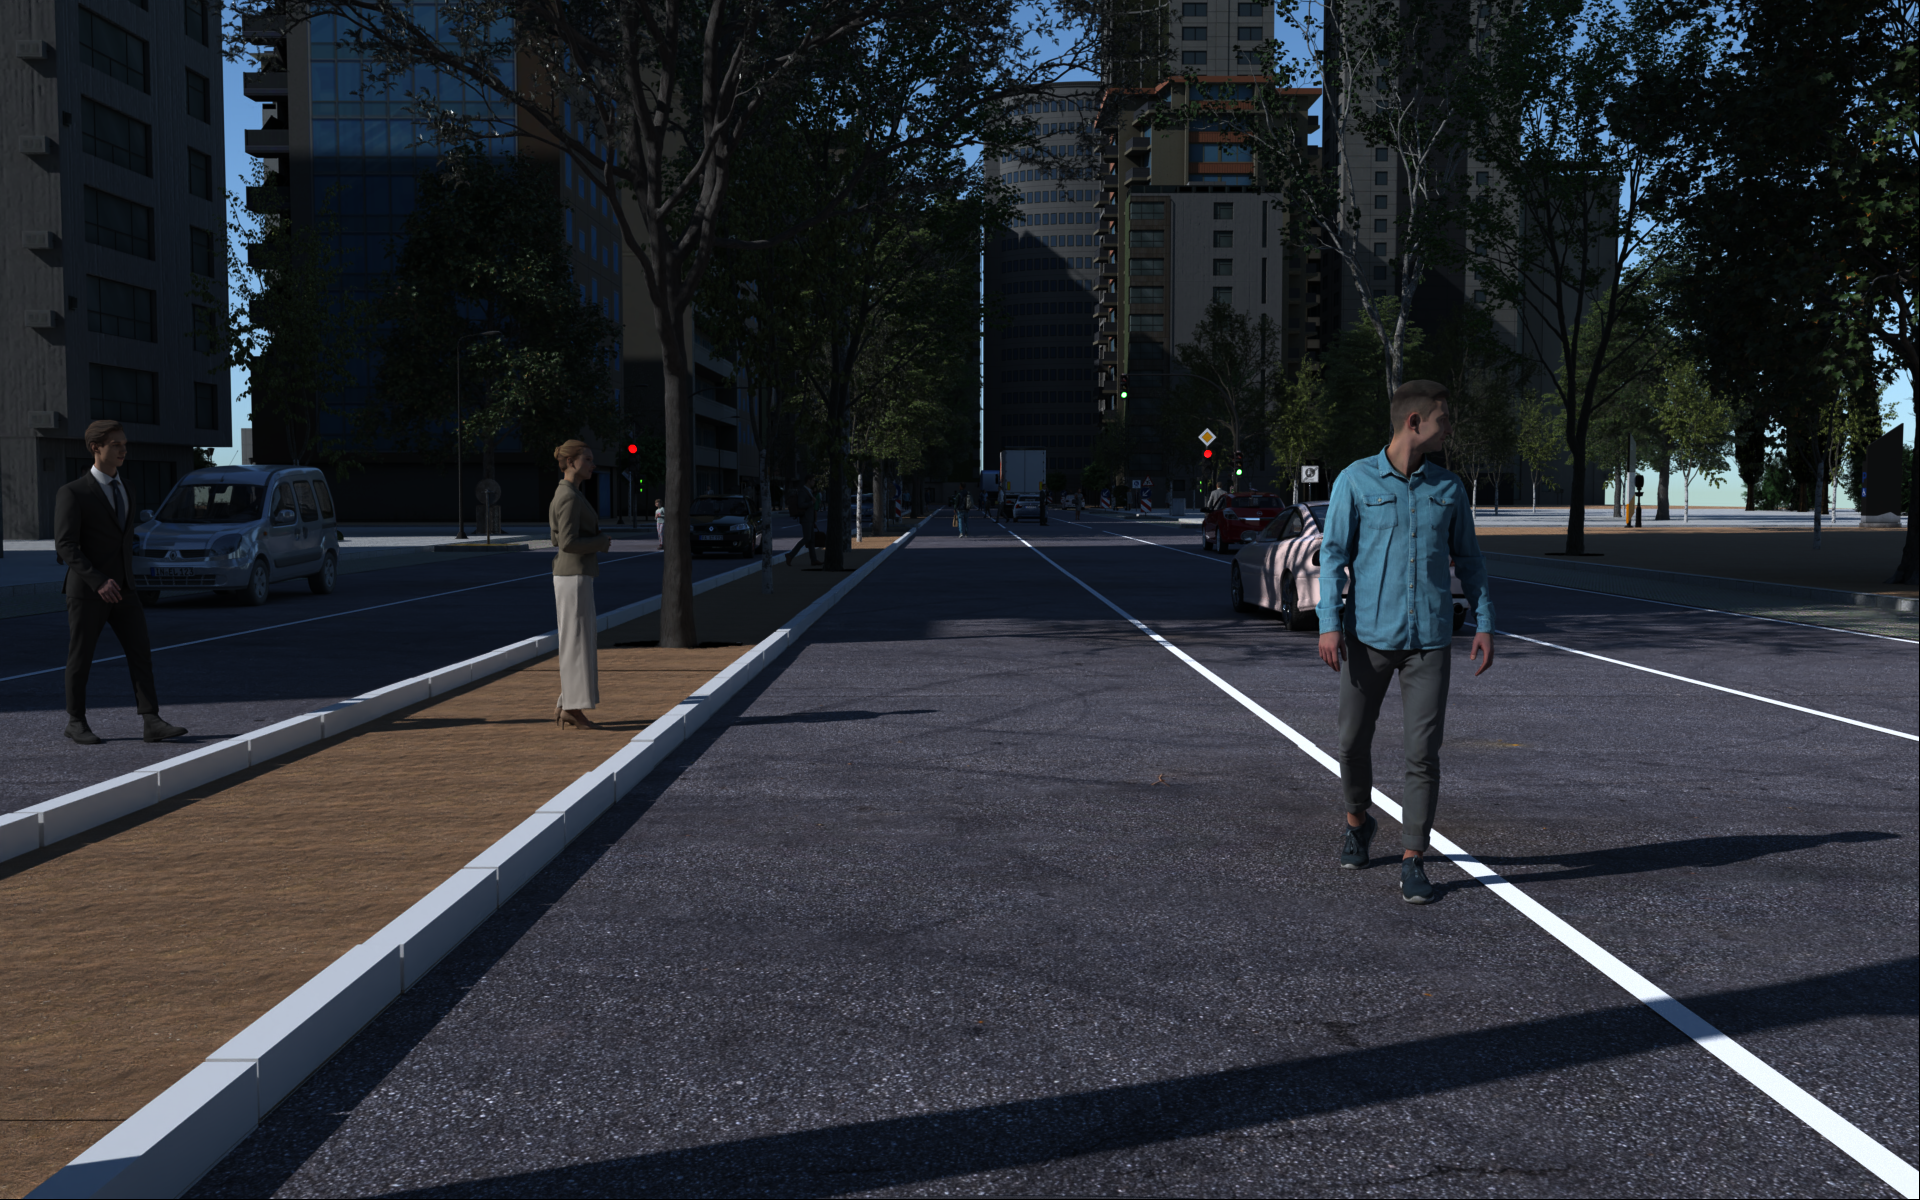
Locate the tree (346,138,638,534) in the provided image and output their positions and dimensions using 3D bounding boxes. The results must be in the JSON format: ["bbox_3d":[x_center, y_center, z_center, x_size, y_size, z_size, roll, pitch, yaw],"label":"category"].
[{"bbox_3d":[-15.116,-8.480,55.662,9.611,12.733,9.660,0,3,0],"label":"tree"}]

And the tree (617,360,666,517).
[{"bbox_3d":[-18.149,-8.873,95.438,4.360,8.622,3.978,0,3,0],"label":"tree"}]

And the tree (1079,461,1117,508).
[{"bbox_3d":[13.193,-11.256,167.754,4.285,4.588,4.351,0,3,0],"label":"tree"}]

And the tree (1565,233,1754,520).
[{"bbox_3d":[35.040,-10.950,85.693,9.857,13.997,8.962,0,3,0],"label":"tree"}]

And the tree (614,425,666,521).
[{"bbox_3d":[-14.846,-6.006,81.905,4.285,4.588,4.351,0,3,0],"label":"tree"}]

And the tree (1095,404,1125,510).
[{"bbox_3d":[13.002,-11.498,138.354,4.360,8.622,3.978,0,3,0],"label":"tree"}]

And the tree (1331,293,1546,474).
[{"bbox_3d":[22.848,-8.941,80.596,8.767,10.594,7.601,-3,5,-42],"label":"tree"}]

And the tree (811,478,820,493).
[{"bbox_3d":[-15.634,-11.899,189.151,1.663,3.219,1.824,0,3,0],"label":"tree"}]

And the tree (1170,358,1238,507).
[{"bbox_3d":[18.771,-12.287,126.652,9.928,11.665,9.643,0,3,0],"label":"tree"}]

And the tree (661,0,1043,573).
[{"bbox_3d":[-2.226,-6.321,31.566,9.928,11.665,9.643,0,3,0],"label":"tree"}]

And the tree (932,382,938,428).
[{"bbox_3d":[-2.829,-6.821,64.337,4.360,8.622,3.978,0,3,0],"label":"tree"}]

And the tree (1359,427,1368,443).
[{"bbox_3d":[23.360,-9.603,107.363,4.737,8.622,4.395,0,3,0],"label":"tree"}]

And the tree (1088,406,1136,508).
[{"bbox_3d":[12.906,-11.951,145.769,4.737,8.622,4.395,0,3,0],"label":"tree"}]

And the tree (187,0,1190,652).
[{"bbox_3d":[-2.603,-6.288,15.633,12.009,13.543,11.850,0,3,0],"label":"tree"}]

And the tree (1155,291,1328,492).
[{"bbox_3d":[12.523,-8.913,80.132,7.601,10.594,8.767,0,4,4],"label":"tree"}]

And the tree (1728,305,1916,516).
[{"bbox_3d":[63.012,-13.844,128.175,13.155,14.587,18.604,-1,4,-18],"label":"tree"}]

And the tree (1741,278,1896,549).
[{"bbox_3d":[19.917,-5.496,40.228,4.360,8.622,3.978,0,3,0],"label":"tree"}]

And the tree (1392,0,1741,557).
[{"bbox_3d":[12.789,-6.718,35.593,9.928,11.665,9.643,0,3,0],"label":"tree"}]

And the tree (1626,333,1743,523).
[{"bbox_3d":[32.715,-7.781,77.586,4.737,8.622,4.395,0,3,0],"label":"tree"}]

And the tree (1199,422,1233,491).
[{"bbox_3d":[21.541,-11.903,144.968,4.737,8.622,4.395,0,3,0],"label":"tree"}]

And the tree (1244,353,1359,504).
[{"bbox_3d":[17.701,-8.603,91.024,4.737,8.622,4.395,0,3,0],"label":"tree"}]

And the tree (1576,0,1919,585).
[{"bbox_3d":[13.837,-6.576,24.529,9.611,12.733,9.660,0,3,0],"label":"tree"}]

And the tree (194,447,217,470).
[{"bbox_3d":[-45.222,-7.189,101.257,4.285,4.588,4.351,0,3,0],"label":"tree"}]

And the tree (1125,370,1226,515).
[{"bbox_3d":[12.885,-9.392,103.920,4.360,8.622,3.978,0,3,0],"label":"tree"}]

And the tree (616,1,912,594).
[{"bbox_3d":[-2.711,-4.368,24.239,4.737,8.622,4.395,0,3,0],"label":"tree"}]

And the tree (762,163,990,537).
[{"bbox_3d":[-2.865,-8.408,58.060,7.486,12.596,7.792,0,3,0],"label":"tree"}]

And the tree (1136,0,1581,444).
[{"bbox_3d":[12.263,-12.054,52.977,12.611,20.169,13.585,0,3,0],"label":"tree"}]

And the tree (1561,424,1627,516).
[{"bbox_3d":[39.396,-9.346,103.165,4.737,8.622,4.395,0,3,0],"label":"tree"}]

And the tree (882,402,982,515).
[{"bbox_3d":[-2.625,-11.149,119.163,8.767,10.594,7.601,0,3,0],"label":"tree"}]

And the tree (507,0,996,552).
[{"bbox_3d":[-4.081,-11.272,42.651,12.611,20.169,13.585,0,3,0],"label":"tree"}]

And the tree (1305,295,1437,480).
[{"bbox_3d":[23.924,-11.090,99.451,7.486,12.596,7.792,0,3,0],"label":"tree"}]

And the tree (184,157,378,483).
[{"bbox_3d":[-14.672,-5.362,38.029,4.737,8.622,4.395,0,3,0],"label":"tree"}]

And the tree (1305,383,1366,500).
[{"bbox_3d":[24.335,-9.983,113.586,4.360,8.622,3.978,0,3,0],"label":"tree"}]

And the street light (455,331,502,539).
[{"bbox_3d":[-13.743,-4.706,49.477,1.470,5.913,1.316,0,3,0],"label":"street light"}]

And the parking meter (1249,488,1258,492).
[{"bbox_3d":[12.333,-3.938,72.794,0.372,1.533,0.369,0,3,0],"label":"parking meter"}]

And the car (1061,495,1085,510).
[{"bbox_3d":[10.180,-8.760,155.585,2.083,1.381,4.827,0,4,-1],"label":"car"}]

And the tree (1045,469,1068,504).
[{"bbox_3d":[12.446,-14.714,224.287,4.285,4.588,4.351,0,3,0],"label":"tree"}]

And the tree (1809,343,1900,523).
[{"bbox_3d":[38.719,-7.684,76.001,4.737,8.622,4.395,0,3,0],"label":"tree"}]

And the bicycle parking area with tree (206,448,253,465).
[{"bbox_3d":[-47.331,-7.507,109.736,9.016,4.147,8.231,-1,4,-12],"label":"bicycle parking area with tree"}]

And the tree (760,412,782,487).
[{"bbox_3d":[-15.123,-12.047,147.332,4.360,8.622,3.978,0,3,0],"label":"tree"}]

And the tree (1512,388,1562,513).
[{"bbox_3d":[39.364,-10.269,118.264,4.737,8.622,4.395,0,3,0],"label":"tree"}]

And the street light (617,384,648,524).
[{"bbox_3d":[-13.873,-6.167,73.376,1.470,5.913,1.316,0,3,0],"label":"street light"}]

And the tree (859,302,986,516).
[{"bbox_3d":[-2.859,-12.302,110.247,9.857,13.997,8.962,0,3,0],"label":"tree"}]

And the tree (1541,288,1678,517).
[{"bbox_3d":[35.892,-10.833,95.253,7.486,12.596,7.792,0,3,0],"label":"tree"}]

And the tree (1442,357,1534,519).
[{"bbox_3d":[26.293,-8.464,88.741,4.360,8.622,3.978,0,3,0],"label":"tree"}]

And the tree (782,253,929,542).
[{"bbox_3d":[-3.017,-6.040,51.574,4.360,8.622,3.978,0,3,0],"label":"tree"}]

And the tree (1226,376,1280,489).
[{"bbox_3d":[18.221,-9.698,108.917,4.360,8.622,3.978,0,3,0],"label":"tree"}]

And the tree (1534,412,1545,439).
[{"bbox_3d":[32.072,-9.318,102.713,4.360,8.622,3.978,0,3,0],"label":"tree"}]

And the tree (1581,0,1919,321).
[{"bbox_3d":[29.440,-12.189,55.176,12.611,20.169,13.585,0,3,0],"label":"tree"}]
